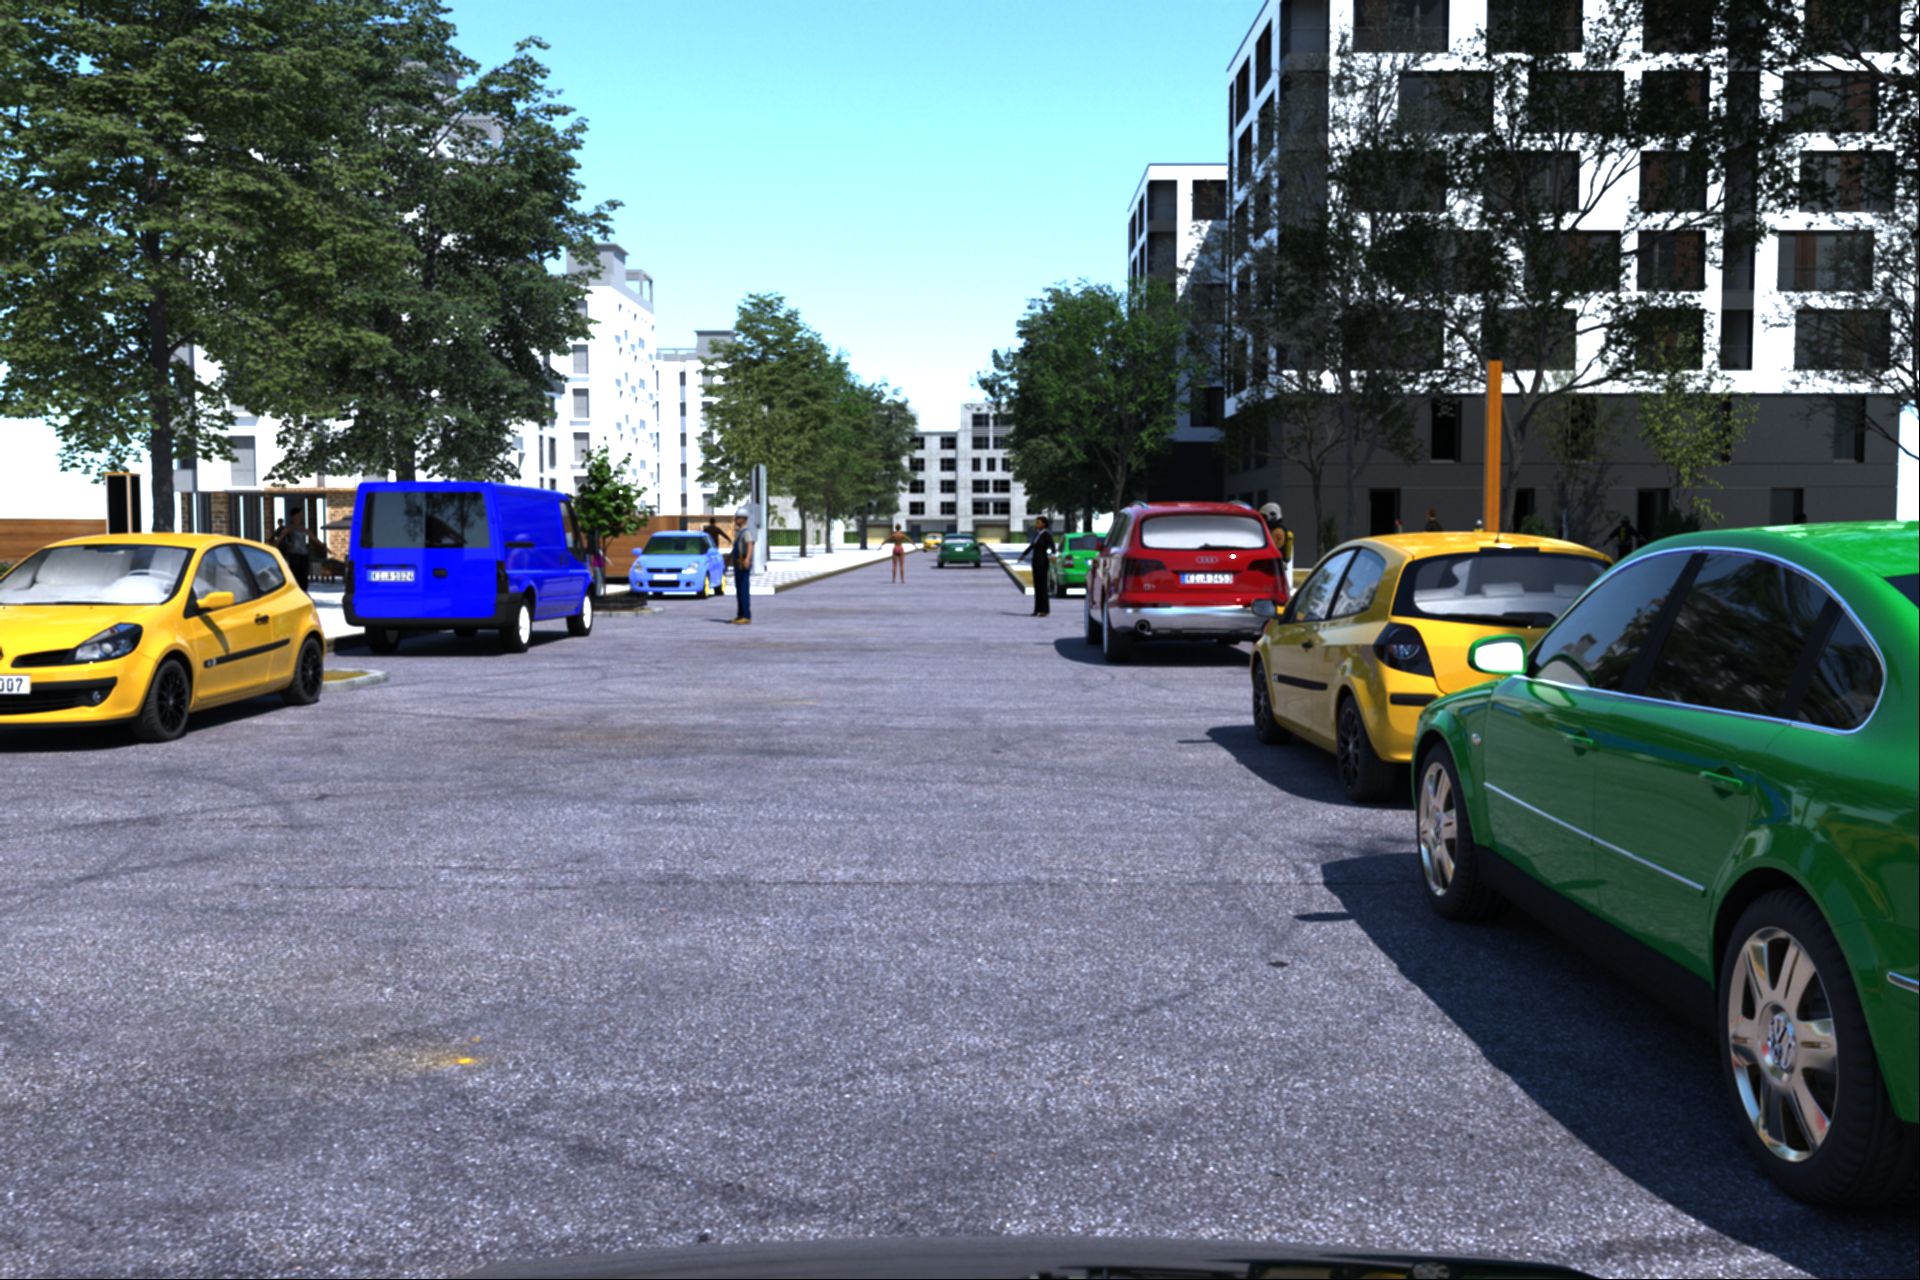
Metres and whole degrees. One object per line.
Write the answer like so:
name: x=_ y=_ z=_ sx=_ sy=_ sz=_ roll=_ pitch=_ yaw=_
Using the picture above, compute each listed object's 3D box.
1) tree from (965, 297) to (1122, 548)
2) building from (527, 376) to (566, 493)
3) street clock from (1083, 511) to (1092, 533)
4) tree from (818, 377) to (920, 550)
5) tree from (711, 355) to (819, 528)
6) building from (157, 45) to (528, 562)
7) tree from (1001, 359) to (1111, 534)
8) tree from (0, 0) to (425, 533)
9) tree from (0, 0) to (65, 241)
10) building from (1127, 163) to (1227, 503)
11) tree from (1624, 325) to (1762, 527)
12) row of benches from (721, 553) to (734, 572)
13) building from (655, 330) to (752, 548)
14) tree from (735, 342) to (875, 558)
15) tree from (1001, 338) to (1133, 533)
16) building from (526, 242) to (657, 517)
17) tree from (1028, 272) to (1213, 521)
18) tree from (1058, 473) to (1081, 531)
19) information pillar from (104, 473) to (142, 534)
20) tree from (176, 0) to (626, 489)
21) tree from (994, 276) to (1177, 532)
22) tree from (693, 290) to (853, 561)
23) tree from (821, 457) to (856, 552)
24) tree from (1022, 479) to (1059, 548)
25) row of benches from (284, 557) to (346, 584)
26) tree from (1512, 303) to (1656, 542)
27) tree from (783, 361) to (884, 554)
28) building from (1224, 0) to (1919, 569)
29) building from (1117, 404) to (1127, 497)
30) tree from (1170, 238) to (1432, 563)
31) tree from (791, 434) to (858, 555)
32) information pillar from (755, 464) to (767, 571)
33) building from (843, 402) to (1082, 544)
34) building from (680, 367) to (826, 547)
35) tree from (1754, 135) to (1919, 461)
tree: x=6.743 y=-17.383 z=140.106 sx=12.611 sy=20.169 sz=13.585 roll=0 pitch=3 yaw=0
building: x=-26.550 y=-9.459 z=96.803 sx=9.099 sy=9.664 sz=28.070 roll=0 pitch=4 yaw=1
street clock: x=4.047 y=-3.066 z=54.699 sx=0.358 sy=2.002 sz=0.471 roll=0 pitch=4 yaw=-1
tree: x=-7.897 y=-14.255 z=139.720 sx=9.857 sy=13.997 sz=8.962 roll=0 pitch=3 yaw=0
tree: x=-8.305 y=-7.434 z=71.903 sx=4.737 sy=8.622 sz=4.395 roll=0 pitch=3 yaw=0
building: x=-25.468 y=-12.975 z=68.566 sx=16.016 sy=20.090 sz=11.380 roll=0 pitch=4 yaw=1
tree: x=6.265 y=-11.591 z=107.644 sx=7.486 sy=12.596 sz=7.792 roll=0 pitch=3 yaw=0
tree: x=-12.265 y=-6.627 z=26.481 sx=7.486 sy=12.596 sz=7.792 roll=0 pitch=3 yaw=0
tree: x=-11.941 y=-5.957 z=15.524 sx=7.486 sy=12.596 sz=7.792 roll=0 pitch=3 yaw=0
building: x=24.551 y=-16.392 z=111.980 sx=27.936 sy=21.610 sz=32.646 roll=0 pitch=4 yaw=1
tree: x=24.682 y=-6.656 z=59.195 sx=4.737 sy=8.622 sz=4.395 roll=0 pitch=3 yaw=0
row of benches: x=-8.815 y=-2.683 z=59.329 sx=4.104 sy=0.672 sz=1.422 roll=3 pitch=4 yaw=38
building: x=-25.980 y=-18.657 z=161.459 sx=16.016 sy=20.090 sz=11.380 roll=0 pitch=3 yaw=0
tree: x=-8.512 y=-10.292 z=94.029 sx=9.928 sy=11.665 sz=9.643 roll=0 pitch=3 yaw=0
tree: x=5.968 y=-10.967 z=97.440 sx=7.486 sy=12.596 sz=7.792 roll=0 pitch=3 yaw=0
building: x=-27.275 y=-15.735 z=113.686 sx=16.016 sy=20.090 sz=11.380 roll=0 pitch=4 yaw=1
tree: x=6.307 y=-8.716 z=68.255 sx=9.928 sy=11.665 sz=9.643 roll=0 pitch=3 yaw=0
tree: x=7.146 y=-10.040 z=114.511 sx=4.360 sy=8.622 sz=3.978 roll=0 pitch=3 yaw=0
information pillar: x=-10.042 y=-0.999 z=20.833 sx=0.304 sy=2.012 sz=0.304 roll=0 pitch=3 yaw=0
tree: x=-12.334 y=-8.054 z=38.344 sx=9.857 sy=13.997 sz=8.962 roll=0 pitch=3 yaw=0
tree: x=6.408 y=-10.950 z=85.685 sx=9.857 sy=13.997 sz=8.962 roll=0 pitch=3 yaw=0
tree: x=-8.748 y=-9.973 z=81.186 sx=7.486 sy=12.596 sz=7.792 roll=0 pitch=3 yaw=0
tree: x=-8.892 y=-10.418 z=120.689 sx=4.737 sy=8.622 sz=4.395 roll=0 pitch=3 yaw=0
tree: x=6.696 y=-10.911 z=128.758 sx=4.737 sy=8.622 sz=4.395 roll=0 pitch=3 yaw=0
row of benches: x=-17.485 y=-1.906 z=46.627 sx=1.422 sy=0.672 sz=4.104 roll=-3 pitch=4 yaw=-36
tree: x=18.882 y=-6.342 z=54.056 sx=4.360 sy=8.622 sz=3.978 roll=0 pitch=3 yaw=0
tree: x=-8.627 y=-11.924 z=113.082 sx=7.486 sy=12.596 sz=7.792 roll=0 pitch=3 yaw=0
building: x=25.678 y=-14.370 z=78.925 sx=27.936 sy=21.610 sz=32.646 roll=0 pitch=3 yaw=0
building: x=25.874 y=-19.151 z=179.577 sx=16.747 sy=18.905 sz=31.486 roll=0 pitch=4 yaw=0
tree: x=10.844 y=-7.238 z=52.758 sx=8.767 sy=10.594 sz=7.601 roll=-3 pitch=5 yaw=-43
tree: x=-9.042 y=-9.453 z=104.919 sx=4.360 sy=8.622 sz=3.978 roll=0 pitch=3 yaw=0
information pillar: x=-6.801 y=-4.149 z=59.145 sx=0.184 sy=3.620 sz=1.656 roll=0 pitch=4 yaw=1
building: x=0.789 y=-22.654 z=239.310 sx=31.486 sy=18.905 sz=16.747 roll=0 pitch=4 yaw=6
building: x=-24.805 y=-20.007 z=193.576 sx=16.747 sy=18.905 sz=31.486 roll=0 pitch=4 yaw=1
tree: x=28.355 y=-8.516 z=49.614 sx=12.009 sy=13.543 sz=11.850 roll=0 pitch=3 yaw=0
